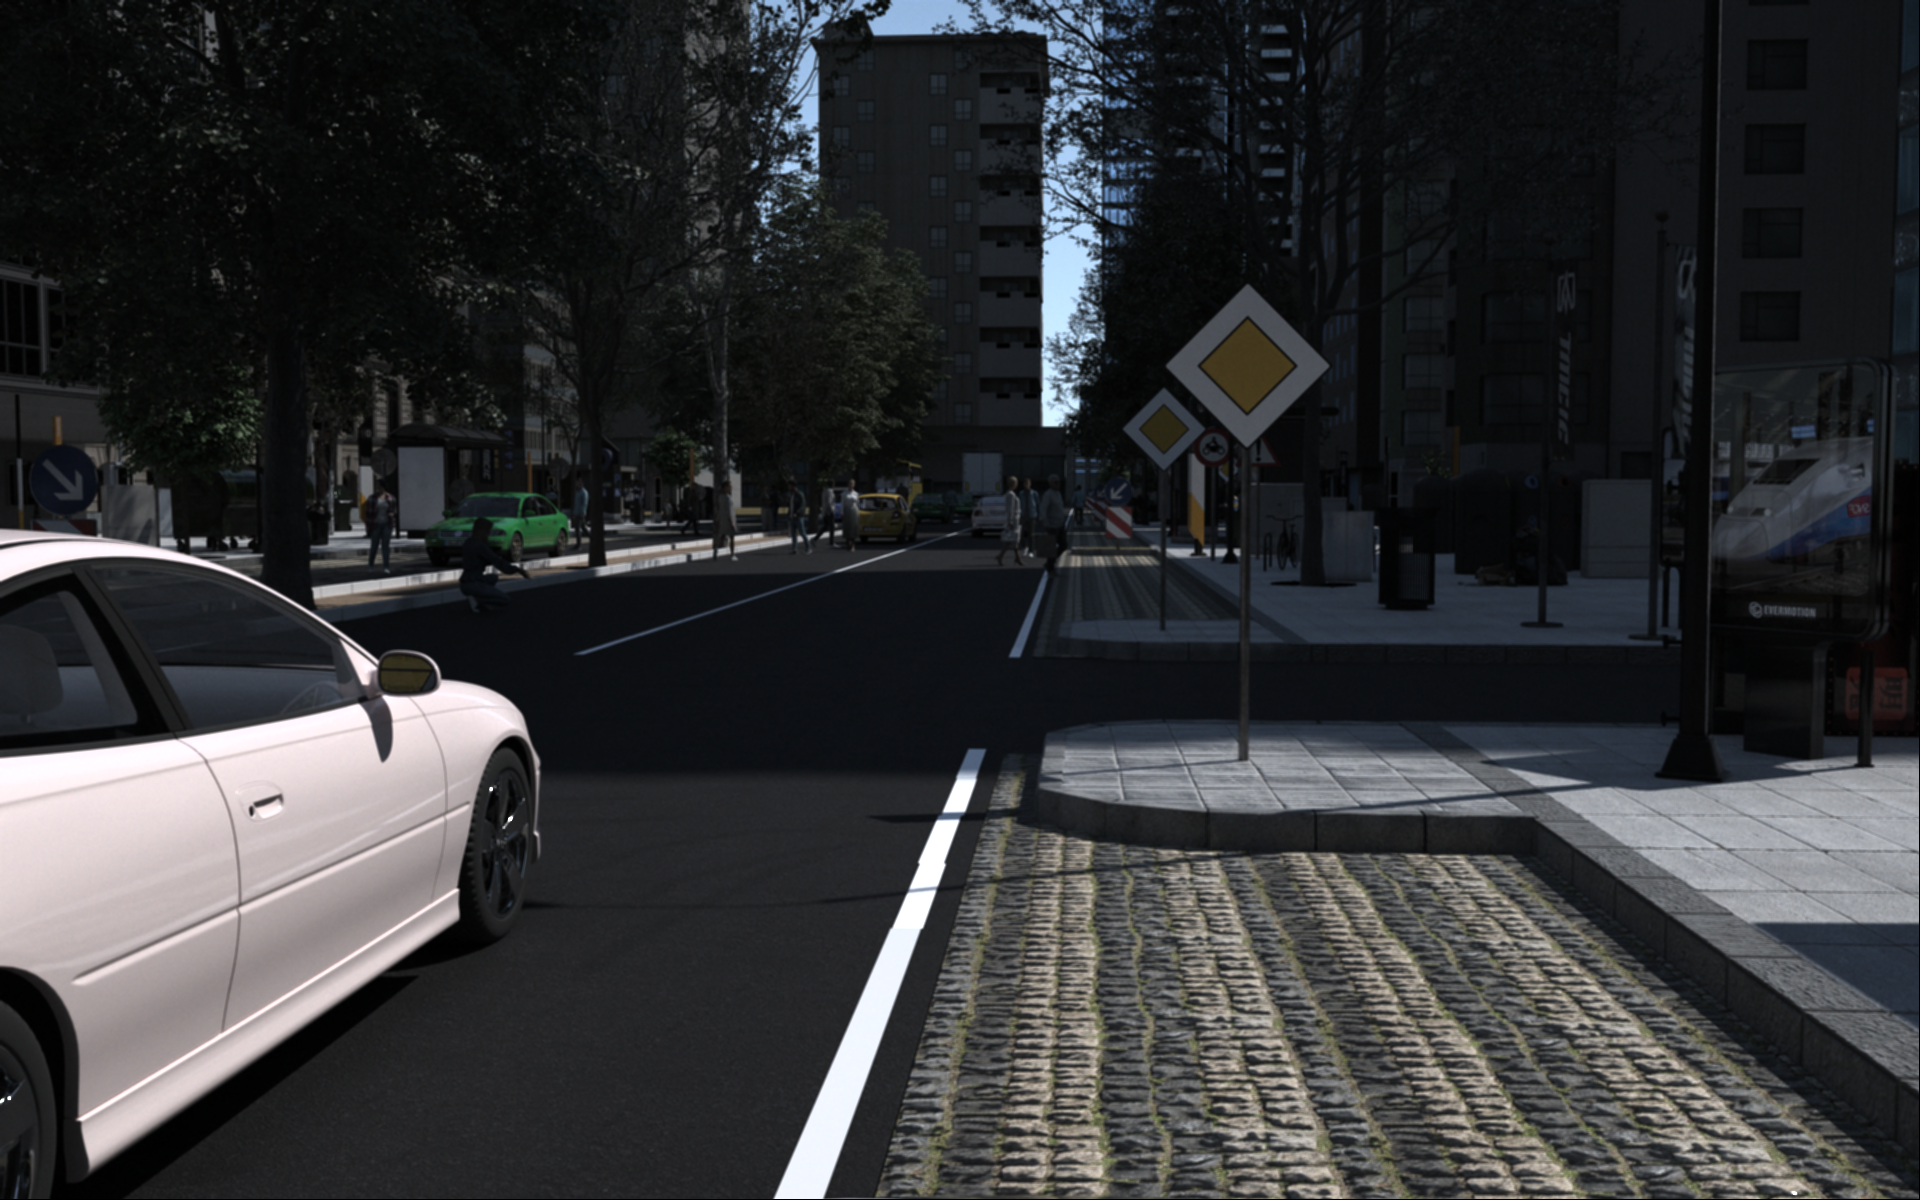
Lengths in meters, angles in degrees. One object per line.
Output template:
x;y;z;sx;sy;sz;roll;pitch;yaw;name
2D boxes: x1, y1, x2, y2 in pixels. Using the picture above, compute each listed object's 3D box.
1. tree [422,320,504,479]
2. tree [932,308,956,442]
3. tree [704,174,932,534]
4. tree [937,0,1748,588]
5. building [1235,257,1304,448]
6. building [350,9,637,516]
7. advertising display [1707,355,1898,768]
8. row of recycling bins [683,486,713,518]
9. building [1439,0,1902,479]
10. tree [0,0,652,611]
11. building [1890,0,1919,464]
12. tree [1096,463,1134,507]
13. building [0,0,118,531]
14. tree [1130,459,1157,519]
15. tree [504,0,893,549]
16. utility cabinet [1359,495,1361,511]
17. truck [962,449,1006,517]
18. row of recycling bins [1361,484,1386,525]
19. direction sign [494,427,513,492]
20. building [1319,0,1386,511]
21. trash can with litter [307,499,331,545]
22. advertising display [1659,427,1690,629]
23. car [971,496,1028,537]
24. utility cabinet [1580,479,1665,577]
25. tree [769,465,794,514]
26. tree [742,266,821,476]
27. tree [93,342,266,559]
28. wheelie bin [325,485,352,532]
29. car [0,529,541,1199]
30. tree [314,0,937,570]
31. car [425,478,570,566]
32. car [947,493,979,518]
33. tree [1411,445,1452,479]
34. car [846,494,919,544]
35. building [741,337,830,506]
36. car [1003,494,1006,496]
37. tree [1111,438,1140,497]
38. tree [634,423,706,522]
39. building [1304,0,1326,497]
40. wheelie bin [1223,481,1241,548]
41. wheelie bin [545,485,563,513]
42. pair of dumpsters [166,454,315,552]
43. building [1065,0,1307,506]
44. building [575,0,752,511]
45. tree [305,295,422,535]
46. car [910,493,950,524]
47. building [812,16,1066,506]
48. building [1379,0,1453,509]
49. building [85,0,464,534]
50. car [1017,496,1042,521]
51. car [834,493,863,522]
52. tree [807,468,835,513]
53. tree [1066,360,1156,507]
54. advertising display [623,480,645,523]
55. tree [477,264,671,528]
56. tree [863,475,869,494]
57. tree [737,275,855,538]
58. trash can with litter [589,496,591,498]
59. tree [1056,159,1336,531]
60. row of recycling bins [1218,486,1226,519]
-21.060;-7.477;72.615;4.360;8.622;3.978;0;3;0;tree
-4.390;-9.220;71.332;7.486;12.596;7.792;0;3;0;tree
-5.300;-8.628;61.646;7.486;12.596;7.792;0;3;0;tree
4.805;-6.936;23.776;12.009;13.543;11.850;0;3;0;tree
37.464;-18.032;139.857;27.650;21.520;28.899;0;4;4;building
-37.182;-25.321;105.887;32.217;40.220;23.993;0;4;4;building
4.047;-0.199;8.463;0.123;1.923;0.974;-2;4;-30;advertising display
-13.711;-5.159;91.470;1.069;1.692;3.534;1;4;11;row of recycling bins
23.779;-17.588;59.264;14.160;30.474;14.107;0;4;4;building
-8.008;-6.795;20.208;9.857;13.997;8.962;0;3;0;tree
66.832;-31.823;139.915;30.456;49.044;23.786;0;4;4;building
13.763;-10.339;152.764;4.285;4.588;4.351;0;3;0;tree
-33.206;-15.146;41.148;14.314;27.812;24.014;0;4;4;building
9.598;-5.670;87.306;1.663;3.219;1.824;0;3;0;tree
-7.374;-11.438;45.359;12.611;20.169;13.585;0;3;0;tree
19.302;-4.333;82.012;1.020;1.237;0.306;-3;5;-41;utility cabinet
1.591;-7.631;113.686;2.839;4.237;11.283;0;4;2;truck
17.510;-4.008;72.650;1.069;1.692;3.534;1;4;21;row of recycling bins
-15.506;-4.074;58.603;0.379;3.537;0.876;3;5;42;direction sign
28.247;-27.312;96.666;14.600;45.320;14.200;0;4;4;building
-16.292;-1.952;43.298;1.055;1.170;0.624;0;4;5;trash can with litter
6.932;-0.676;16.260;0.123;1.923;0.974;-1;4;-17;advertising display
1.381;-2.840;58.799;2.083;1.381;4.827;0;4;3;car
10.105;-1.084;26.398;1.173;1.500;0.318;0;4;0;utility cabinet
-11.319;-7.052;109.906;1.663;3.219;1.824;0;3;0;tree
-12.371;-11.315;91.655;9.857;13.997;8.962;0;3;0;tree
-15.390;-3.098;34.372;4.285;4.588;4.351;0;3;0;tree
-21.337;-3.148;59.381;0.693;1.594;0.980;2;4;29;wheelie bin
-2.459;0.502;4.158;2.083;1.381;4.827;0;4;3;car
-6.892;-7.318;32.476;12.009;13.543;11.850;0;3;0;tree
-9.578;-1.668;36.062;1.959;1.807;4.718;0;4;6;car
0.108;-5.798;103.597;1.959;1.807;4.718;0;4;3;car
18.590;-4.533;68.718;1.663;3.219;1.824;0;3;0;tree
-2.283;-2.497;51.049;2.015;1.641;3.980;0;4;6;car
-29.555;-21.859;202.431;28.899;21.520;27.650;0;4;4;building
3.502;-8.647;153.169;2.131;1.459;4.920;0;4;3;car
11.075;-9.843;111.292;4.360;8.622;3.978;0;3;0;tree
-13.312;-5.909;80.321;4.285;4.588;4.351;0;3;0;tree
32.323;-41.326;113.925;20.563;71.187;20.611;0;4;4;building
6.655;-2.044;41.329;0.693;1.594;0.980;0;4;2;wheelie bin
-14.996;-3.413;63.715;0.693;1.594;0.980;-2;4;-27;wheelie bin
-16.622;-2.300;40.103;1.574;2.255;4.437;0;4;4;pair of dumpsters
27.548;-53.873;193.498;31.000;86.520;22.319;0;4;4;building
-32.664;-33.932;144.029;27.495;52.752;28.713;0;4;4;building
-19.585;-6.334;53.915;4.360;8.622;3.978;0;3;0;tree
-1.444;-4.648;84.798;1.959;1.807;4.718;0;4;4;car
-1.398;-37.352;199.935;27.495;52.752;28.713;0;4;4;building
27.274;-24.387;82.327;14.154;41.232;14.086;0;4;4;building
-31.620;-15.378;70.517;14.460;24.649;34.723;0;4;4;building
3.696;-5.056;95.251;1.945;1.354;3.894;0;4;4;car
-5.603;-4.856;88.995;1.945;1.707;3.694;0;4;3;car
-9.969;-7.613;119.068;1.663;3.219;1.824;0;3;0;tree
9.912;-10.029;98.394;7.601;10.594;8.767;2;4;23;tree
-14.630;-4.439;77.798;0.974;1.923;0.123;0;4;2;advertising display
-14.543;-7.930;64.061;8.767;10.594;7.601;1;4;18;tree
-7.717;-9.656;152.474;1.663;3.219;1.824;0;3;0;tree
-5.432;-6.287;55.616;4.360;8.622;3.978;0;3;0;tree
-19.689;-4.926;91.600;1.678;1.210;2.233;1;4;14;trash can with litter
8.106;-8.714;59.488;9.611;12.733;9.660;0;3;0;tree
12.882;-4.712;84.151;1.069;1.692;3.534;-3;5;-42;row of recycling bins
